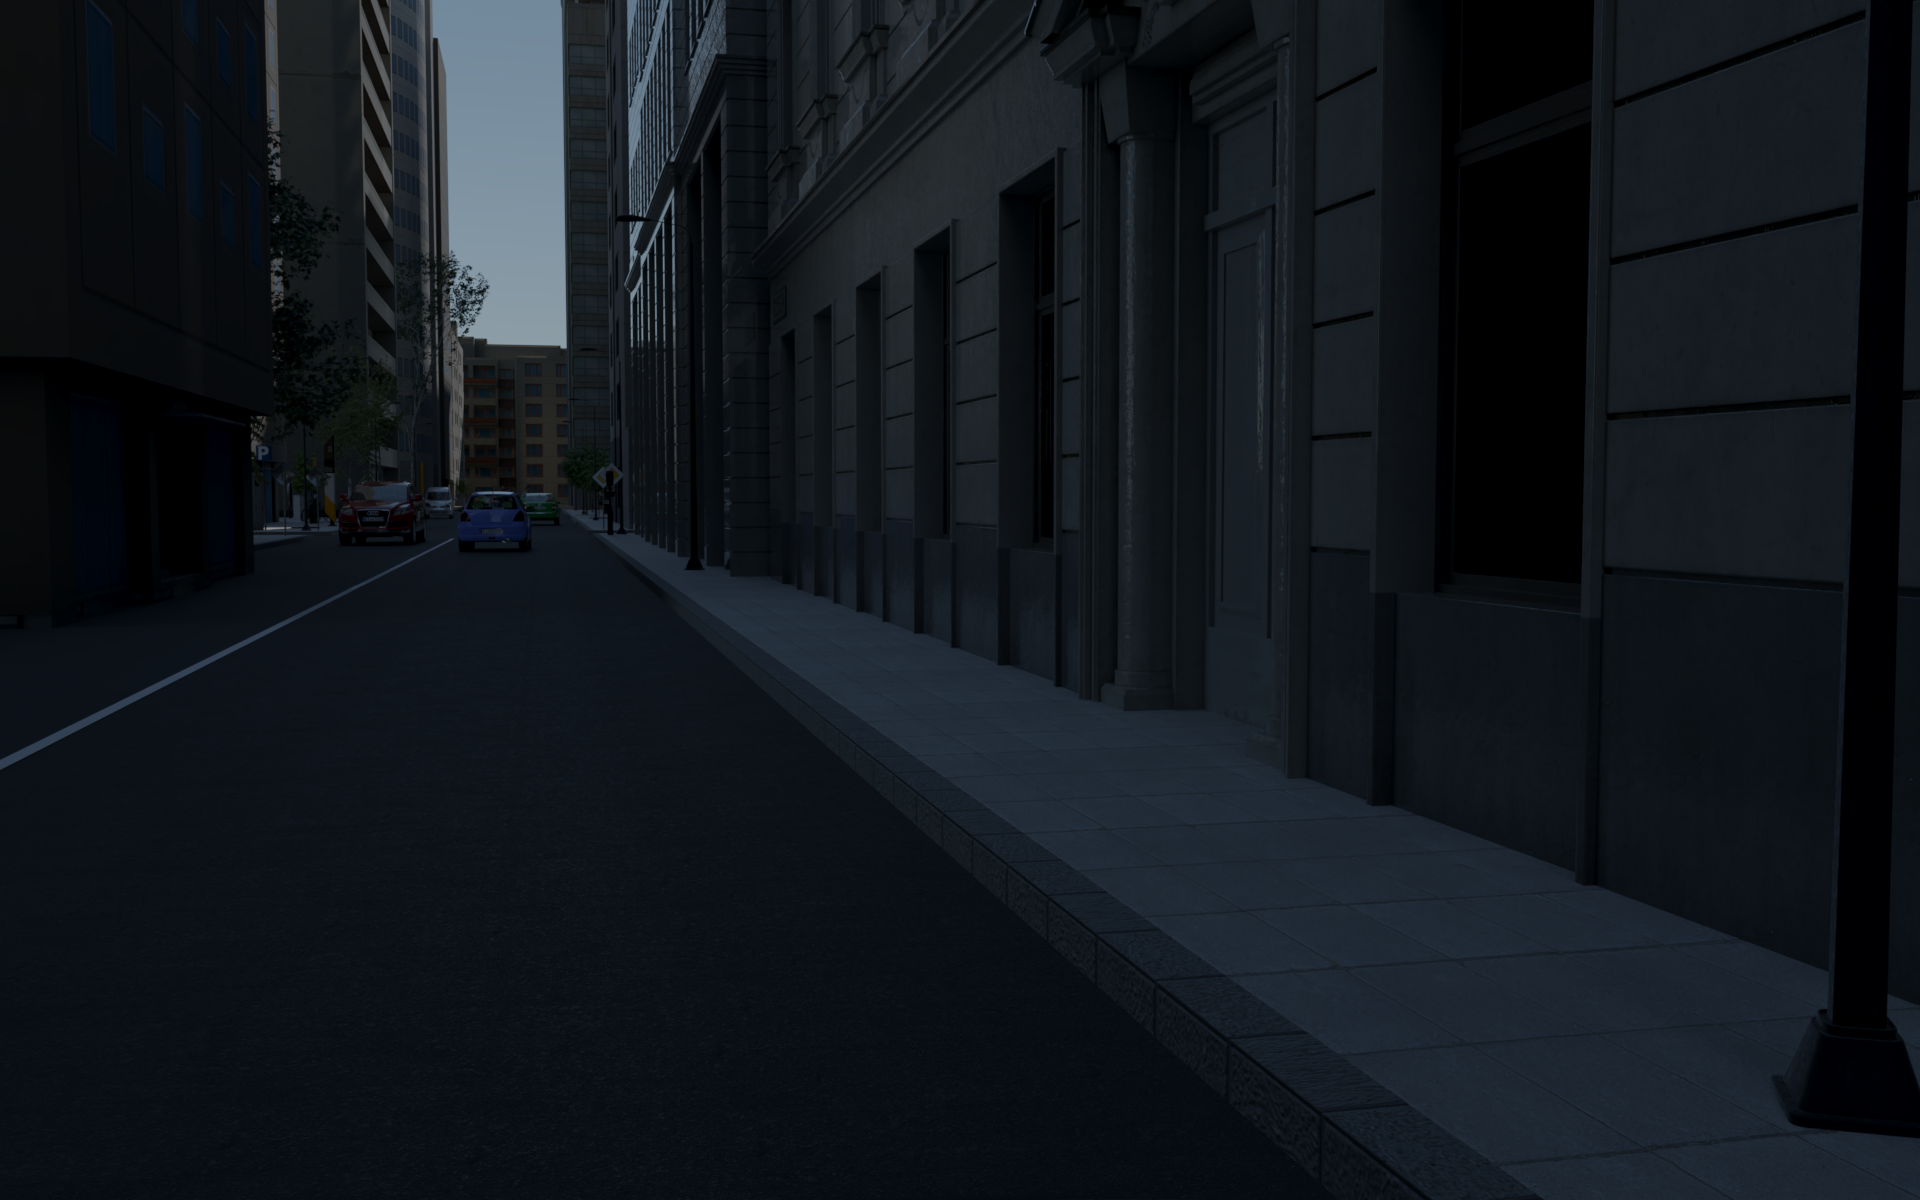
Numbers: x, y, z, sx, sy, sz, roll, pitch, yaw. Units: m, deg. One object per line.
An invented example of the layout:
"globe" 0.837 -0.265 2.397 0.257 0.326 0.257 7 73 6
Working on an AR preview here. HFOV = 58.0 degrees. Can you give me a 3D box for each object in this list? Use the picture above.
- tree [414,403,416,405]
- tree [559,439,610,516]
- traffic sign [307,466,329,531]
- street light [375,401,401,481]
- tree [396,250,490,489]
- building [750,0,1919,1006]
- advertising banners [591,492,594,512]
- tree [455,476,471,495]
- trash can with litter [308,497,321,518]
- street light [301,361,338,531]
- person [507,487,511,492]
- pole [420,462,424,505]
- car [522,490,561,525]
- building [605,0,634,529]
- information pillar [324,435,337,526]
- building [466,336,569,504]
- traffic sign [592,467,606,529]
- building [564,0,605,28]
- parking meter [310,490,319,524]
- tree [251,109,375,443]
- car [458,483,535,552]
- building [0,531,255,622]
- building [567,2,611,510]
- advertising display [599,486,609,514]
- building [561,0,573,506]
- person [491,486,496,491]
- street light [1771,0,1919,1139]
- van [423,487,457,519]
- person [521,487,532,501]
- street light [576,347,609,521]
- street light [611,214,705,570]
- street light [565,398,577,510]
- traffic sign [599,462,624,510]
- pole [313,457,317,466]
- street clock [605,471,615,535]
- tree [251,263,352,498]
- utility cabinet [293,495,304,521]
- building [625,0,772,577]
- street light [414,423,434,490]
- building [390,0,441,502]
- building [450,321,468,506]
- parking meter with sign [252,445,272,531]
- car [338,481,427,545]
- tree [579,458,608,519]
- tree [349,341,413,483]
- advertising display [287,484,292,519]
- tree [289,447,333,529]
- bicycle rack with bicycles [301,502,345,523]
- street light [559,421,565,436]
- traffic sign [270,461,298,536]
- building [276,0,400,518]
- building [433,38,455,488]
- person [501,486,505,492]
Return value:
"tree" -30.693 -8.571 90.493 4.737 8.622 4.395 0 3 0
"tree" -22.442 -7.372 104.242 4.285 4.588 4.351 0 3 0
"traffic sign" -22.469 -3.483 60.589 0.795 2.450 0.064 -1 4 -14
"street light" -28.676 -6.983 86.716 1.470 5.913 1.316 -1 4 -14
"tree" -40.440 -16.400 124.027 12.611 20.169 13.585 0 3 0
"building" 9.813 -14.062 6.330 17.030 29.872 44.131 -1 4 -14
"advertising banners" -25.870 -7.676 121.683 0.090 3.025 2.074 -1 4 -16
"tree" -51.648 -11.339 179.986 1.663 3.219 1.824 0 3 0
"trash can with litter" -34.752 -4.971 92.670 1.055 1.170 0.624 1 4 18
"street light" -22.304 -5.376 60.445 1.470 5.913 1.316 -1 4 -14
"person" -26.926 -5.814 103.336 0.755 1.850 0.659 0 4 -3
"pole" -34.747 -7.215 111.814 0.158 3.312 0.155 0 3 0
"car" -19.562 -4.394 80.640 1.959 1.807 4.718 -1 4 -13
"building" -4.383 -38.827 73.069 20.611 71.187 20.563 -1 4 -14
"information pillar" -25.084 -4.746 68.952 0.504 3.616 0.183 2 4 25
"building" -63.865 -23.403 227.672 28.899 21.520 27.650 -1 4 -14
"traffic sign" -12.942 -3.622 62.857 0.795 2.450 0.064 -1 4 -14
"building" -23.998 -35.608 171.436 28.713 52.752 27.495 -1 4 -14
"parking meter" -27.874 -4.059 74.779 0.372 1.533 0.369 0 3 0
"tree" -18.348 -7.453 38.863 9.611 12.733 9.660 0 3 0
"car" -11.883 -2.126 44.356 1.945 1.707 3.694 -1 4 -12
"building" -17.625 -22.749 22.062 14.600 45.320 14.200 -1 4 -14
"building" -26.575 -28.516 149.825 14.154 41.232 14.086 -1 4 -14
"advertising display" -22.274 -6.343 108.915 0.974 1.923 0.123 -1 4 -15
"building" -34.324 -40.103 197.677 21.231 58.520 28.212 -1 4 -14
"person" -22.284 -4.545 82.827 0.388 1.821 0.555 3 4 38
"street light" 1.333 -1.882 3.306 1.470 5.913 1.316 -1 4 -14
"van" -30.544 -5.781 101.523 2.013 2.044 4.112 -1 4 -15
"person" -23.860 -5.331 95.512 0.661 1.843 0.795 -2 4 -26
"street light" -11.324 -5.042 54.985 1.470 5.913 1.316 -1 4 -14
"street light" -5.027 -3.455 29.038 1.470 5.913 1.316 -1 4 -14
"street light" -18.214 -6.808 83.845 1.470 5.913 1.316 -1 4 -14
"traffic sign" -11.070 -3.147 55.094 0.795 2.450 0.064 -1 4 -14
"pole" -35.056 -6.137 94.189 0.158 3.312 0.155 0 3 0
"street clock" -10.911 -3.023 54.002 0.358 2.002 0.471 -1 4 -10
"tree" -20.415 -6.052 49.319 4.737 8.622 4.395 0 3 0
"utility cabinet" -32.154 -4.476 84.337 0.306 1.237 1.020 -3 4 -38
"building" -1.777 -16.147 41.503 11.434 29.767 29.804 -1 4 -14
"street light" -34.822 -8.562 112.524 1.470 5.913 1.316 -1 4 -14
"building" -55.354 -36.819 143.981 21.231 58.520 28.212 -1 4 -14
"building" -70.301 -21.155 190.926 28.899 21.520 27.650 -1 4 -14
"parking meter with sign" -24.975 -3.966 61.100 0.543 3.016 1.738 0 4 8
"car" -16.714 -2.544 50.274 2.281 1.827 5.304 -1 4 -12
"tree" -18.941 -5.895 90.986 1.663 3.219 1.824 0 3 0
"tree" -29.345 -8.076 82.400 4.737 8.622 4.395 0 3 0
"advertising display" -34.940 -5.203 90.285 0.123 1.923 0.974 -2 4 -28
"tree" -24.500 -4.284 64.651 1.663 3.219 1.824 0 3 0
"bicycle rack with bicycles" -28.578 -3.990 78.624 2.925 0.926 2.852 -2 4 -30
"street light" -24.395 -8.384 109.620 1.470 5.913 1.316 -1 4 -14
"traffic sign" -20.597 -3.008 52.826 0.795 2.450 0.064 -1 4 -14
"building" -45.382 -29.246 101.879 21.300 48.544 21.600 -1 4 -14
"building" -56.550 -31.574 166.350 14.600 45.320 14.200 -1 4 -14
"person" -20.424 -4.198 77.551 0.576 1.772 0.534 -2 4 -28
